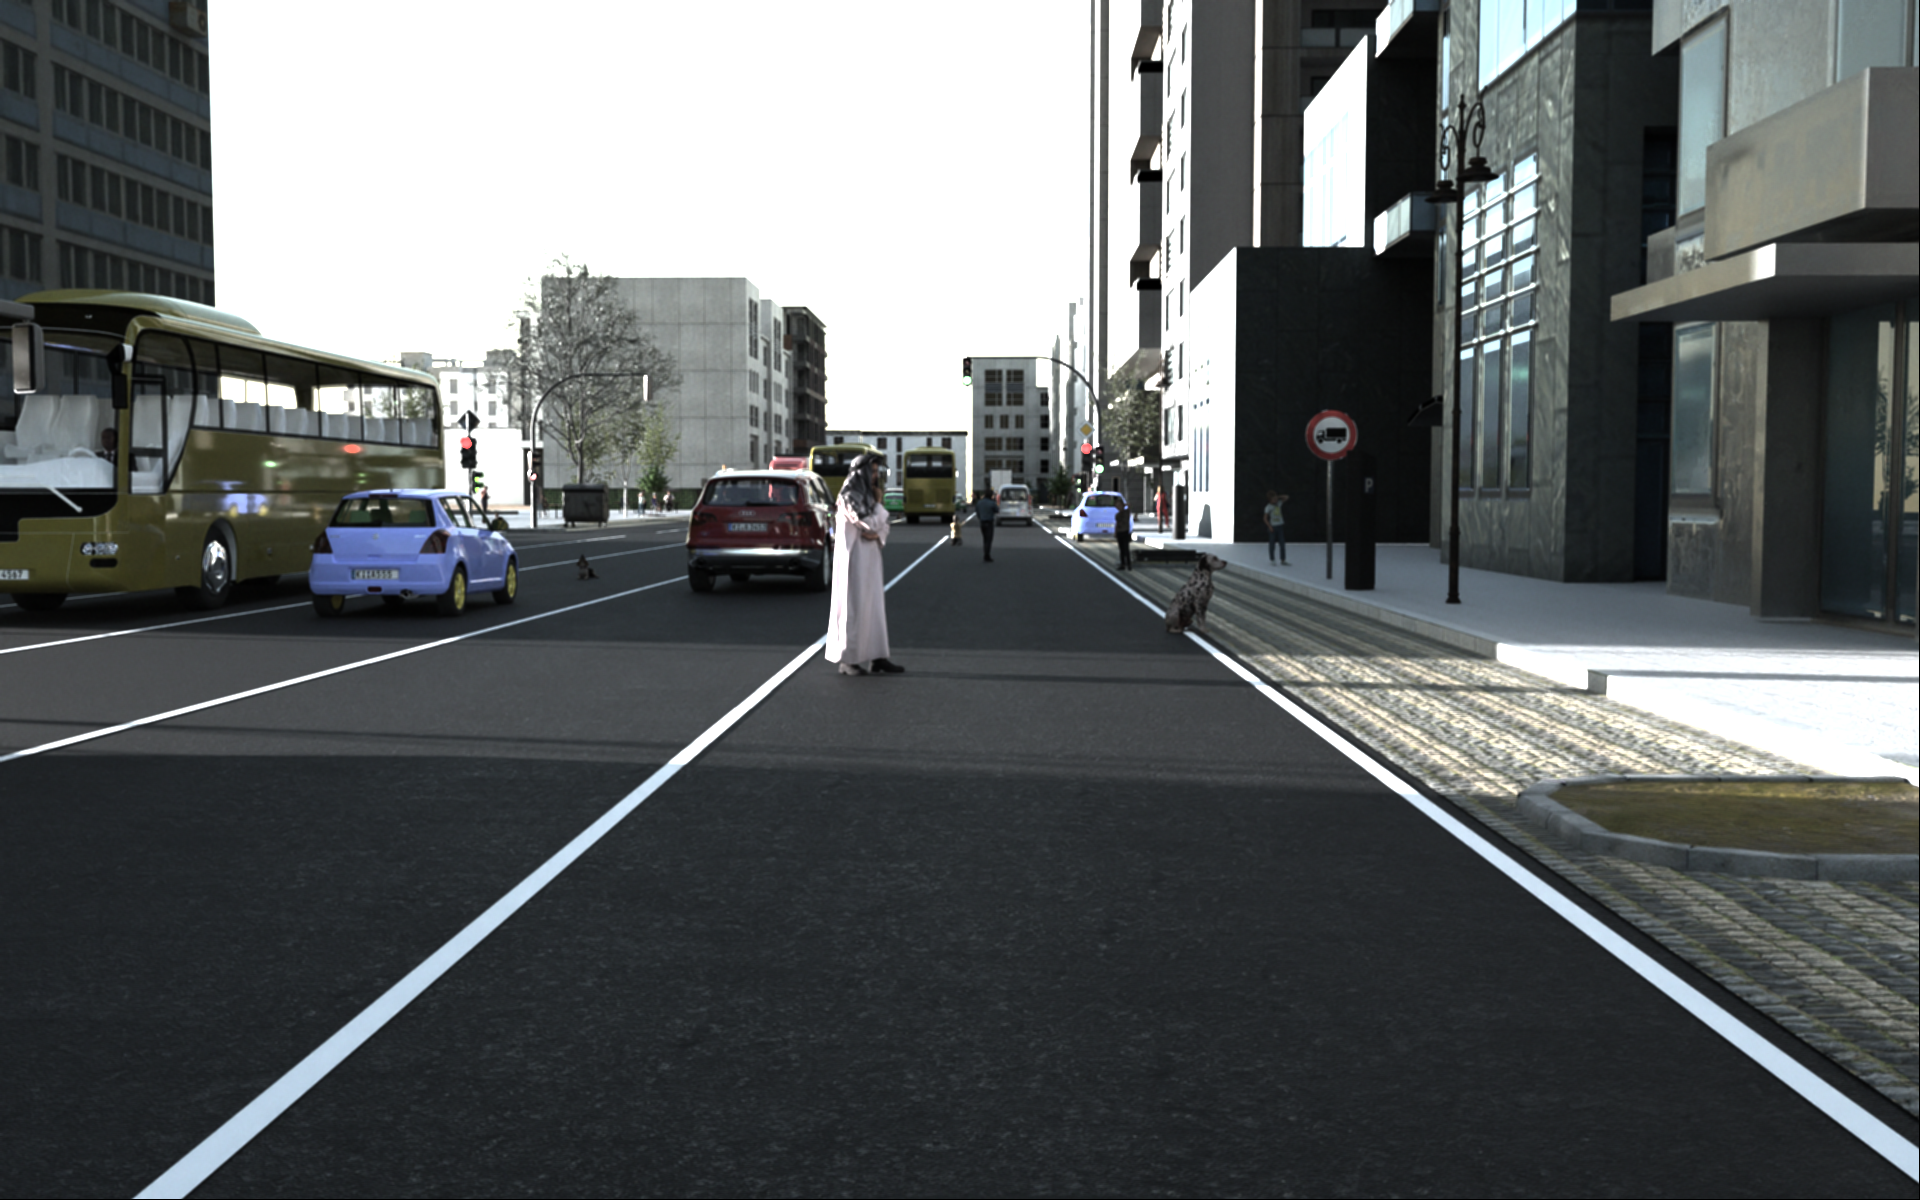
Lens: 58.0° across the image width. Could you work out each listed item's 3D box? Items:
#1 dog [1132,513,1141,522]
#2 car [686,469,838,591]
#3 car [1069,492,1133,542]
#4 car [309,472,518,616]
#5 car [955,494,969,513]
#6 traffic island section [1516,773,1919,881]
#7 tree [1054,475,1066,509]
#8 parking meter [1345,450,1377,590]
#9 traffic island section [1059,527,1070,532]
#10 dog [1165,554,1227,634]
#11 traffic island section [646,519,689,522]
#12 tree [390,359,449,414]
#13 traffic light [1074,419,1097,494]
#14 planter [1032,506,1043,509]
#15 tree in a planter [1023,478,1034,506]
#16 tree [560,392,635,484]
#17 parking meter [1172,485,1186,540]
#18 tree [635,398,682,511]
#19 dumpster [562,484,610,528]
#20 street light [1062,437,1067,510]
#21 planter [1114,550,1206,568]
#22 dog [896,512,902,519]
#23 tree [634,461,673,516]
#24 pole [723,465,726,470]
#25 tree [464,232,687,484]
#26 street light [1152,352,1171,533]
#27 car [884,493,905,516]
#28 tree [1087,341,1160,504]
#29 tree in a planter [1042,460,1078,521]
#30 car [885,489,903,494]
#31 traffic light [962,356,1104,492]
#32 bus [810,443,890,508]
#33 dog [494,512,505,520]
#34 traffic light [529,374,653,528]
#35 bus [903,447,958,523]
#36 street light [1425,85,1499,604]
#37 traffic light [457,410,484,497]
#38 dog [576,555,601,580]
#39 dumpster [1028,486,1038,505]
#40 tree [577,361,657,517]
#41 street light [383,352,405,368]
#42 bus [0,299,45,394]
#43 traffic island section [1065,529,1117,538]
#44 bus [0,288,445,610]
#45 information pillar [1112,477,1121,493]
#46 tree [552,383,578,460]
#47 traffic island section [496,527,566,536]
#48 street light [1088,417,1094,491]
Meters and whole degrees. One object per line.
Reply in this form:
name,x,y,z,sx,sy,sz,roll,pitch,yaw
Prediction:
dog,8.128,-3.821,80.212,0.550,0.427,0.748,1,4,10
car,-2.889,-1.126,27.087,2.281,1.827,5.304,0,4,3
car,4.291,-2.623,52.481,1.945,1.707,3.694,0,4,1
car,-6.694,-0.733,21.570,1.945,1.707,3.694,0,4,0
car,-0.401,-7.381,132.482,2.131,1.459,4.920,0,3,0
traffic island section,3.476,0.949,7.354,1.991,0.108,1.994,0,4,1
tree,8.477,-9.485,149.676,1.663,3.219,1.824,0,3,0
parking meter,5.376,-1.070,23.212,0.399,1.863,0.255,-3,5,-41
traffic island section,4.761,-2.626,65.220,2.009,0.180,2.903,0,4,1
dog,2.367,-0.074,18.043,0.513,0.831,0.800,-1,4,-20
traffic island section,-15.273,-4.145,90.645,1.991,0.108,1.994,0,4,1
tree,-29.752,-8.754,93.482,4.737,8.622,4.395,0,3,0
traffic light,4.721,-4.660,65.107,0.839,4.253,0.868,0,4,1
planter,7.013,-8.955,167.546,1.991,0.319,1.994,0,4,1
tree in a planter,7.623,-12.097,195.001,1.991,3.239,1.994,0,4,1
tree,-24.407,-9.980,113.534,4.737,8.622,4.395,0,3,0
parking meter,6.182,-2.476,48.897,0.372,1.533,0.369,0,3,0
tree,-23.474,-11.179,133.139,4.737,8.622,4.395,0,3,0
dumpster,-15.923,-4.006,73.717,1.865,1.857,1.264,0,4,3
street light,8.405,-10.182,139.266,0.468,5.910,1.993,0,4,1
planter,4.075,-0.804,34.284,1.991,0.319,1.994,0,4,1
dog,-3.398,-4.819,98.987,0.550,0.427,0.748,1,4,18
tree,-18.275,-6.631,103.014,1.663,3.219,1.824,0,3,0
pole,-16.681,-7.880,122.676,0.158,3.312,0.155,0,3,0
tree,-18.201,-10.513,82.264,12.009,13.543,11.850,0,3,0
street light,6.584,-5.133,56.715,0.468,5.910,1.993,0,4,1
car,-4.335,-6.526,115.501,1.959,1.807,4.718,0,3,0
tree,7.995,-8.086,82.563,4.360,8.622,3.978,0,3,0
tree in a planter,5.322,-5.733,90.960,1.991,3.239,1.994,0,4,1
car,-4.465,-6.946,122.233,2.281,1.827,5.304,0,4,1
traffic light,2.452,-5.037,57.029,4.771,5.953,1.251,0,4,1
bus,-5.194,-5.566,82.546,2.896,3.916,12.252,0,4,2
dog,-22.500,-4.098,84.733,0.748,0.427,0.550,-1,4,-18
traffic light,-14.022,-5.558,65.538,4.771,5.953,1.251,0,4,1
bus,-1.510,-5.976,89.250,2.896,3.916,12.252,0,4,0
street light,5.801,-2.899,20.188,0.468,5.910,1.993,0,4,1
traffic light,-16.291,-4.198,57.565,0.839,4.253,0.868,0,4,1
dog,-6.272,-0.562,29.383,0.550,0.427,0.748,3,5,44
dumpster,6.985,-10.541,177.292,1.985,2.255,1.502,0,4,3
tree,-18.620,-8.901,95.898,4.360,8.622,3.978,0,3,0
street light,-18.410,-5.121,56.519,0.468,5.910,1.993,0,4,1
bus,-6.961,-0.585,4.432,2.948,3.499,13.247,0,4,1
traffic island section,4.585,-2.138,57.237,2.009,0.180,2.903,0,4,1
bus,-10.364,-2.019,24.550,2.896,3.916,12.252,0,4,0
information pillar,6.704,-4.267,74.256,0.304,2.012,0.304,1,4,15
tree,-22.811,-9.466,105.137,4.360,8.622,3.978,0,3,0
traffic island section,-16.155,-2.655,65.684,2.009,0.180,2.903,0,4,1
street light,7.576,-7.891,101.812,0.468,5.910,1.993,0,4,1
